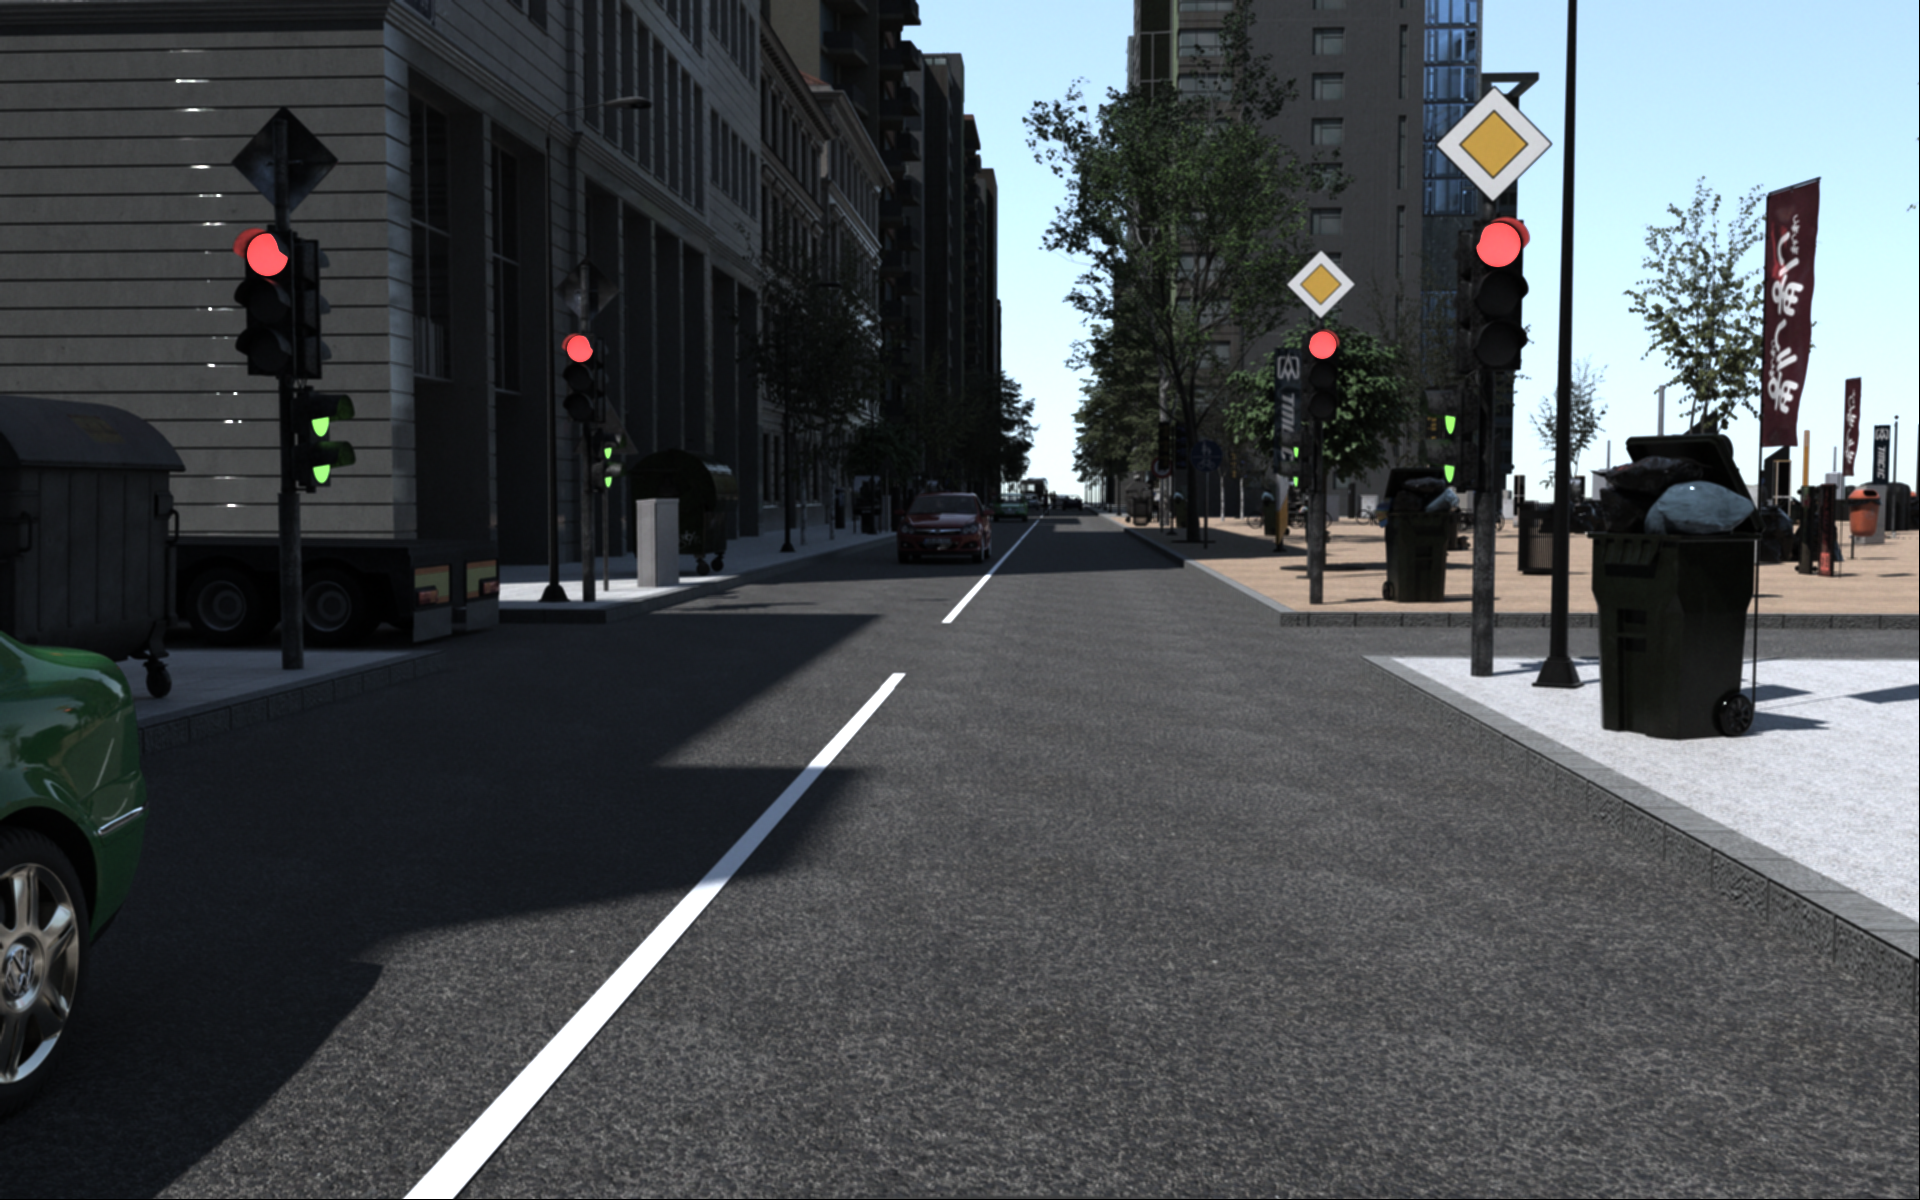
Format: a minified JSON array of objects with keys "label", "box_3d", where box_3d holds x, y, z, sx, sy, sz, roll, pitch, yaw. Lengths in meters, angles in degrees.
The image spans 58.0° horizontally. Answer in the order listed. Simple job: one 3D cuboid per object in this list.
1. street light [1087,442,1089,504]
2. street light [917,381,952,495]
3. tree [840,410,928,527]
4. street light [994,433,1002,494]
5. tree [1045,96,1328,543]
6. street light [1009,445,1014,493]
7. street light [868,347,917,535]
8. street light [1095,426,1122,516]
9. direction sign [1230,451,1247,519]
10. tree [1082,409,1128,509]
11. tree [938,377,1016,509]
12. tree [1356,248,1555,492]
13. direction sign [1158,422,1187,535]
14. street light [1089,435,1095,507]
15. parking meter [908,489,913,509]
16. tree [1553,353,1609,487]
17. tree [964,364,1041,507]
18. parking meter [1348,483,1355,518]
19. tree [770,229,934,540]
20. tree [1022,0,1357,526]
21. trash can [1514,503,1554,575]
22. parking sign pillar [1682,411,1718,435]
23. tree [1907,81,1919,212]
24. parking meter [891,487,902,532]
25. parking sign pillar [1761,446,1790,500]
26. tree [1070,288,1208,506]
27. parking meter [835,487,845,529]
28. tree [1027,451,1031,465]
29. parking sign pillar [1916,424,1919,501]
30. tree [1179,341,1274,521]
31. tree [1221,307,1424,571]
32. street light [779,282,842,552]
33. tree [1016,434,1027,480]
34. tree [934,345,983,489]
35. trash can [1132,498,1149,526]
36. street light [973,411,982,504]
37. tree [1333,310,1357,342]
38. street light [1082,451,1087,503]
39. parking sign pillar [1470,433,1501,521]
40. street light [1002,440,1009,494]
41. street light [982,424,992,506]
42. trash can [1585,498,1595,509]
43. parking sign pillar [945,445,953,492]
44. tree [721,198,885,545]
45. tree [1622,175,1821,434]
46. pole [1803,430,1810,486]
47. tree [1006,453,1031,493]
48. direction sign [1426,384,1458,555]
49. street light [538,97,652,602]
[{"label":"street light","box_3d":[10.991,-10.059,137.000,1.470,5.913,1.316,0,4,3]},{"label":"street light","box_3d":[-1.225,-6.059,71.603,1.470,5.913,1.316,0,4,3]},{"label":"tree","box_3d":[-2.969,-5.115,67.340,4.285,4.588,4.351,0,3,0]},{"label":"street light","box_3d":[2.220,-9.694,131.041,1.470,5.913,1.316,0,4,3]},{"label":"tree","box_3d":[6.079,-7.326,45.534,9.928,11.665,9.643,0,3,0]},{"label":"street light","box_3d":[4.261,-11.749,164.638,1.470,5.913,1.316,0,4,3]},{"label":"street light","box_3d":[-2.235,-5.034,54.850,1.470,5.913,1.316,0,4,3]},{"label":"street light","box_3d":[8.924,-7.974,102.915,1.470,5.913,1.316,0,4,3]},{"label":"direction sign","box_3d":[14.565,-6.033,90.642,0.876,3.537,0.379,1,4,11]},{"label":"tree","box_3d":[12.051,-11.921,145.278,4.360,8.622,3.978,0,3,0]},{"label":"tree","box_3d":[0.462,-9.746,109.708,4.360,8.622,3.978,0,3,0]},{"label":"tree","box_3d":[14.224,-6.076,49.707,4.360,8.622,3.978,0,3,0]},{"label":"direction sign","box_3d":[6.656,-3.809,54.281,0.876,3.537,0.379,1,4,11]},{"label":"street light","box_3d":[9.879,-9.013,119.909,1.470,5.913,1.316,0,4,3]},{"label":"parking meter","box_3d":[-2.356,-4.646,84.380,0.372,1.533,0.369,0,3,0]},{"label":"tree","box_3d":[32.215,-8.614,91.208,4.360,8.622,3.978,0,3,0]},{"label":"tree","box_3d":[2.879,-16.159,170.857,9.857,13.997,8.962,0,3,0]},{"label":"parking meter","box_3d":[20.703,-5.250,91.549,0.255,1.863,0.399,-1,4,-9]},{"label":"tree","box_3d":[-3.577,-6.027,48.903,4.737,8.622,4.395,0,3,0]},{"label":"tree","box_3d":[8.609,-12.948,67.581,12.611,20.169,13.585,0,3,0]},{"label":"trash can","box_3d":[9.197,-0.972,27.541,0.748,1.137,0.748,0,3,0]},{"label":"parking sign pillar","box_3d":[23.458,-4.087,55.295,1.447,3.967,1.447,-1,4,-13]},{"label":"tree","box_3d":[17.501,-4.763,28.245,4.737,8.622,4.395,0,3,0]},{"label":"parking meter","box_3d":[-2.167,-3.109,59.236,0.372,1.533,0.369,0,3,0]},{"label":"parking sign pillar","box_3d":[42.951,-6.288,91.273,1.447,3.967,1.447,0,4,-3]},{"label":"tree","box_3d":[9.995,-10.869,95.834,7.486,12.596,7.792,0,3,0]},{"label":"parking meter","box_3d":[-4.448,-3.405,64.088,0.372,1.533,0.369,0,3,0]},{"label":"tree","box_3d":[6.294,-15.735,207.633,4.360,8.622,3.978,0,3,0]},{"label":"parking sign pillar","box_3d":[37.275,-4.783,66.679,1.447,3.967,1.447,-3,5,-44]},{"label":"tree","box_3d":[12.287,-7.981,80.855,4.360,8.622,3.978,0,3,0]},{"label":"tree","box_3d":[6.249,-2.789,29.320,4.285,4.588,4.351,0,3,0]},{"label":"street light","box_3d":[-3.273,-4.010,38.098,1.470,5.913,1.316,0,4,3]},{"label":"tree","box_3d":[2.246,-11.493,138.265,4.360,8.622,3.978,0,3,0]},{"label":"tree","box_3d":[-1.208,-8.222,84.789,4.737,8.622,4.395,0,3,0]},{"label":"trash can","box_3d":[7.270,-3.546,69.635,0.748,1.137,0.748,0,3,0]},{"label":"street light","box_3d":[0.319,-7.644,97.527,1.470,5.913,1.316,0,4,3]},{"label":"tree","box_3d":[14.003,-6.433,55.534,4.360,8.622,3.978,0,3,0]},{"label":"street light","box_3d":[11.823,-11.085,153.779,1.470,5.913,1.316,0,4,3]},{"label":"parking sign pillar","box_3d":[23.197,-5.384,76.504,1.447,3.967,1.447,-1,4,-20]},{"label":"street light","box_3d":[3.193,-10.719,147.796,1.470,5.913,1.316,0,4,3]},{"label":"street light","box_3d":[1.162,-8.670,114.290,1.470,5.913,1.316,0,4,3]},{"label":"trash can","box_3d":[25.538,-3.603,70.558,0.748,1.137,0.748,0,3,0]},{"label":"parking sign pillar","box_3d":[-0.617,-6.464,94.154,1.447,3.967,1.447,0,4,2]},{"label":"tree","box_3d":[-3.905,-5.679,43.210,4.360,8.622,3.978,0,3,0]},{"label":"tree","box_3d":[17.819,-5.542,40.966,4.737,8.622,4.395,0,3,0]},{"label":"pole","box_3d":[27.005,-3.759,55.309,0.158,3.312,0.155,0,3,0]},{"label":"tree","box_3d":[7.986,-17.958,243.971,4.737,8.622,4.395,0,3,0]},{"label":"direction sign","box_3d":[10.053,-2.705,36.227,0.379,3.537,0.876,-2,4,-28]},{"label":"street light","box_3d":[-4.304,-2.931,20.460,1.470,5.913,1.316,0,4,3]}]
